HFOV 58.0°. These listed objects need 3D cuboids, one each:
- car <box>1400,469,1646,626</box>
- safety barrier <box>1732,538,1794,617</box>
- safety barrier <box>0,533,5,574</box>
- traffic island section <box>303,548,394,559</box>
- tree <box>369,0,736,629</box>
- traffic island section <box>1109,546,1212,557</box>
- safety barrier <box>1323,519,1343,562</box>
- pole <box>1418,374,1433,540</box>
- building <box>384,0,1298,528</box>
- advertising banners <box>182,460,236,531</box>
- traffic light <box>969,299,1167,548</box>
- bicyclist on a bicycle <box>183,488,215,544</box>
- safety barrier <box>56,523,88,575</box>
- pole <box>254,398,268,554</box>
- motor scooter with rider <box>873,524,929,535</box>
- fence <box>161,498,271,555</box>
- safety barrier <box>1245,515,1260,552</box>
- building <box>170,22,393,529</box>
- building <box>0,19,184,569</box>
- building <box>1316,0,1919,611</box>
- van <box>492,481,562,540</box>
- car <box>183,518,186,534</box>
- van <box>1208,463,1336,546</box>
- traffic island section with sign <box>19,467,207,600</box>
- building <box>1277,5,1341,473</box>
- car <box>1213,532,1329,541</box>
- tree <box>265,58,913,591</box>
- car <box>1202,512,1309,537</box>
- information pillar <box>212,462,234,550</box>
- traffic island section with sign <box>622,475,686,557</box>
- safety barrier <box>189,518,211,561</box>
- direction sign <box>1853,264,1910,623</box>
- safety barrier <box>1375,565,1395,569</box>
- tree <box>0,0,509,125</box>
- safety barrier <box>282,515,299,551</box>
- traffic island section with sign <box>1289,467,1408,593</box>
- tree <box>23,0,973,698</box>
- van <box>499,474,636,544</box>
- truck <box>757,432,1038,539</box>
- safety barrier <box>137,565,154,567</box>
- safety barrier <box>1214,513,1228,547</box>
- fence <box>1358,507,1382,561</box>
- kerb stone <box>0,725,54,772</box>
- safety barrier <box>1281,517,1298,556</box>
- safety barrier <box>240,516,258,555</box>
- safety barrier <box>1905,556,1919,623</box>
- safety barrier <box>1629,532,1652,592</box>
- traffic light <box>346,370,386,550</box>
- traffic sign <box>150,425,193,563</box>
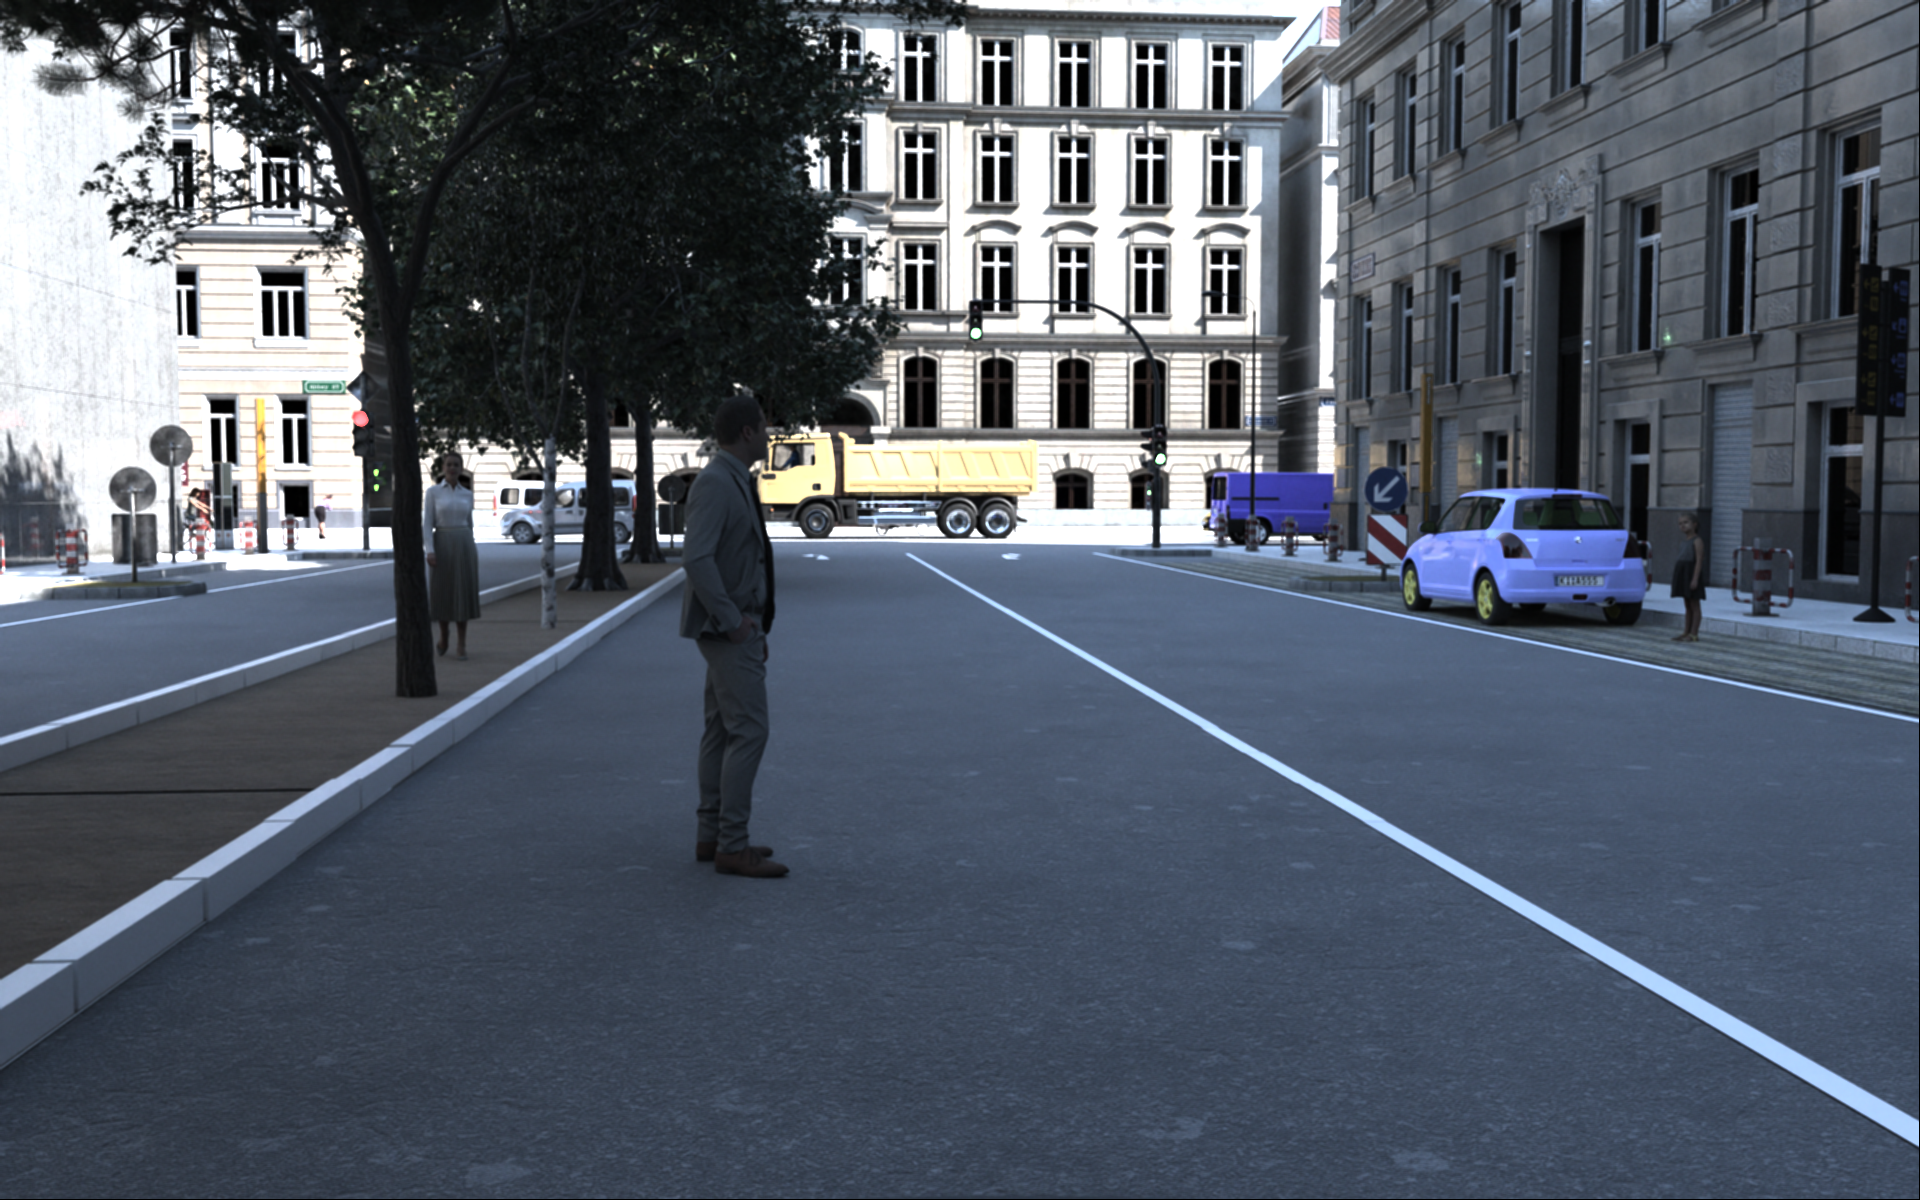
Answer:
[{"bbox_3d":[6.401,-0.642,20.087,1.945,1.707,3.694,0,4,-5],"label":"car"},{"bbox_3d":[8.411,-0.237,18.158,0.300,0.817,1.120,0,4,-5],"label":"safety barrier"},{"bbox_3d":[-13.861,-0.634,24.637,0.300,0.817,1.120,0,4,-5],"label":"safety barrier"},{"bbox_3d":[-13.547,-1.052,39.475,2.009,0.180,2.903,0,4,-5],"label":"traffic island section"},{"bbox_3d":[-4.401,-4.010,18.375,4.360,8.622,3.978,0,3,0],"label":"tree"},{"bbox_3d":[4.670,-1.152,41.117,2.009,0.180,2.903,0,4,-5],"label":"traffic island section"},{"bbox_3d":[7.076,-1.136,32.849,0.300,0.817,1.120,0,4,-5],"label":"safety barrier"},{"bbox_3d":[7.917,-2.178,29.458,0.158,3.312,0.155,0,3,0],"label":"pole"},{"bbox_3d":[-4.842,-15.390,70.712,34.723,24.649,14.460,0,4,-5],"label":"building"},{"bbox_3d":[-26.450,-3.939,60.592,2.074,3.025,0.090,0,4,-6],"label":"advertising banners"},{"bbox_3d":[2.554,-4.037,40.670,4.771,5.953,1.251,0,4,-5],"label":"traffic light"},{"bbox_3d":[-21.527,-2.380,48.938,1.625,1.676,1.499,0,4,-4],"label":"bicyclist on a bicycle"},{"bbox_3d":[-14.130,-0.813,27.569,0.300,0.817,1.120,0,4,-5],"label":"safety barrier"},{"bbox_3d":[-14.955,-2.644,37.067,0.158,3.312,0.155,0,3,0],"label":"pole"},{"bbox_3d":[-2.076,-3.157,60.584,1.986,1.779,0.876,0,4,-6],"label":"motor scooter with rider"},{"bbox_3d":[-16.185,-1.621,37.702,0.480,1.192,2.264,3,4,37],"label":"fence"},{"bbox_3d":[6.543,-1.495,38.720,0.300,0.817,1.120,0,4,-5],"label":"safety barrier"},{"bbox_3d":[-32.376,-17.240,67.770,20.117,28.700,13.634,0,4,-5],"label":"building"},{"bbox_3d":[-26.674,-13.028,31.031,19.932,24.808,12.078,0,4,-5],"label":"building"},{"bbox_3d":[15.315,-14.110,27.961,12.463,27.353,25.104,0,4,-5],"label":"building"},{"bbox_3d":[-12.718,-2.932,54.953,4.112,2.044,2.013,0,4,-6],"label":"van"},{"bbox_3d":[-24.770,-2.319,50.494,3.894,1.354,1.945,0,4,-3],"label":"car"},{"bbox_3d":[9.789,-2.736,49.115,5.245,2.365,2.240,0,4,-7],"label":"van"},{"bbox_3d":[-11.864,-0.971,24.499,1.989,1.847,2.006,0,4,-5],"label":"traffic island section with sign"},{"bbox_3d":[23.096,-14.426,72.025,21.152,22.565,11.583,0,4,-5],"label":"building"},{"bbox_3d":[9.832,-2.619,52.615,4.222,1.686,2.009,0,4,-5],"label":"car"},{"bbox_3d":[-5.392,-6.490,25.581,9.611,12.733,9.660,0,3,0],"label":"tree"},{"bbox_3d":[10.248,-2.987,59.059,3.980,1.641,2.015,0,4,-6],"label":"car"},{"bbox_3d":[-16.928,-2.159,39.798,0.304,2.012,0.304,2,4,29],"label":"information pillar"},{"bbox_3d":[-6.768,-1.969,40.322,2.006,1.907,1.989,0,4,-5],"label":"traffic island section with sign"},{"bbox_3d":[-14.658,-1.171,33.425,0.300,0.817,1.120,0,4,-5],"label":"safety barrier"},{"bbox_3d":[9.213,-1.551,17.348,0.876,3.537,0.379,-2,4,-33],"label":"direction sign"},{"bbox_3d":[7.343,-0.956,29.906,0.300,0.817,1.120,0,4,-5],"label":"safety barrier"},{"bbox_3d":[-3.616,-5.779,4.372,7.806,13.903,7.818,0,3,0],"label":"tree"},{"bbox_3d":[-15.187,-1.530,39.286,0.300,0.817,1.120,0,4,-5],"label":"safety barrier"},{"bbox_3d":[6.036,-1.063,26.002,1.989,1.847,2.006,0,4,-5],"label":"traffic island section with sign"},{"bbox_3d":[-3.850,-4.612,12.272,8.767,10.594,7.601,0,4,-5],"label":"tree"},{"bbox_3d":[-11.259,-2.644,50.236,4.112,2.044,2.013,0,4,-4],"label":"van"},{"bbox_3d":[-2.486,-3.669,55.915,9.791,3.379,3.469,0,4,-4],"label":"truck"},{"bbox_3d":[-14.394,-0.992,30.497,0.300,0.817,1.120,0,4,-5],"label":"safety barrier"},{"bbox_3d":[6.277,-1.675,41.653,0.300,0.817,1.120,0,4,-5],"label":"safety barrier"},{"bbox_3d":[7.781,-1.292,32.322,0.480,1.192,2.264,0,4,8],"label":"fence"},{"bbox_3d":[-4.997,0.800,9.150,0.120,0.150,1.000,0,4,-5],"label":"kerb stone"},{"bbox_3d":[6.809,-1.315,35.777,0.300,0.817,1.120,0,4,-5],"label":"safety barrier"},{"bbox_3d":[-14.922,-1.350,36.354,0.300,0.817,1.120,0,4,-5],"label":"safety barrier"},{"bbox_3d":[8.677,-0.058,15.221,0.300,0.817,1.120,0,4,-5],"label":"safety barrier"},{"bbox_3d":[8.142,-0.417,21.096,0.300,0.817,1.120,0,4,-5],"label":"safety barrier"},{"bbox_3d":[-13.506,-3.084,39.344,0.839,4.253,0.868,0,4,-5],"label":"traffic light"},{"bbox_3d":[-14.582,-1.954,32.052,0.768,2.556,0.104,0,4,-5],"label":"traffic sign"}]
